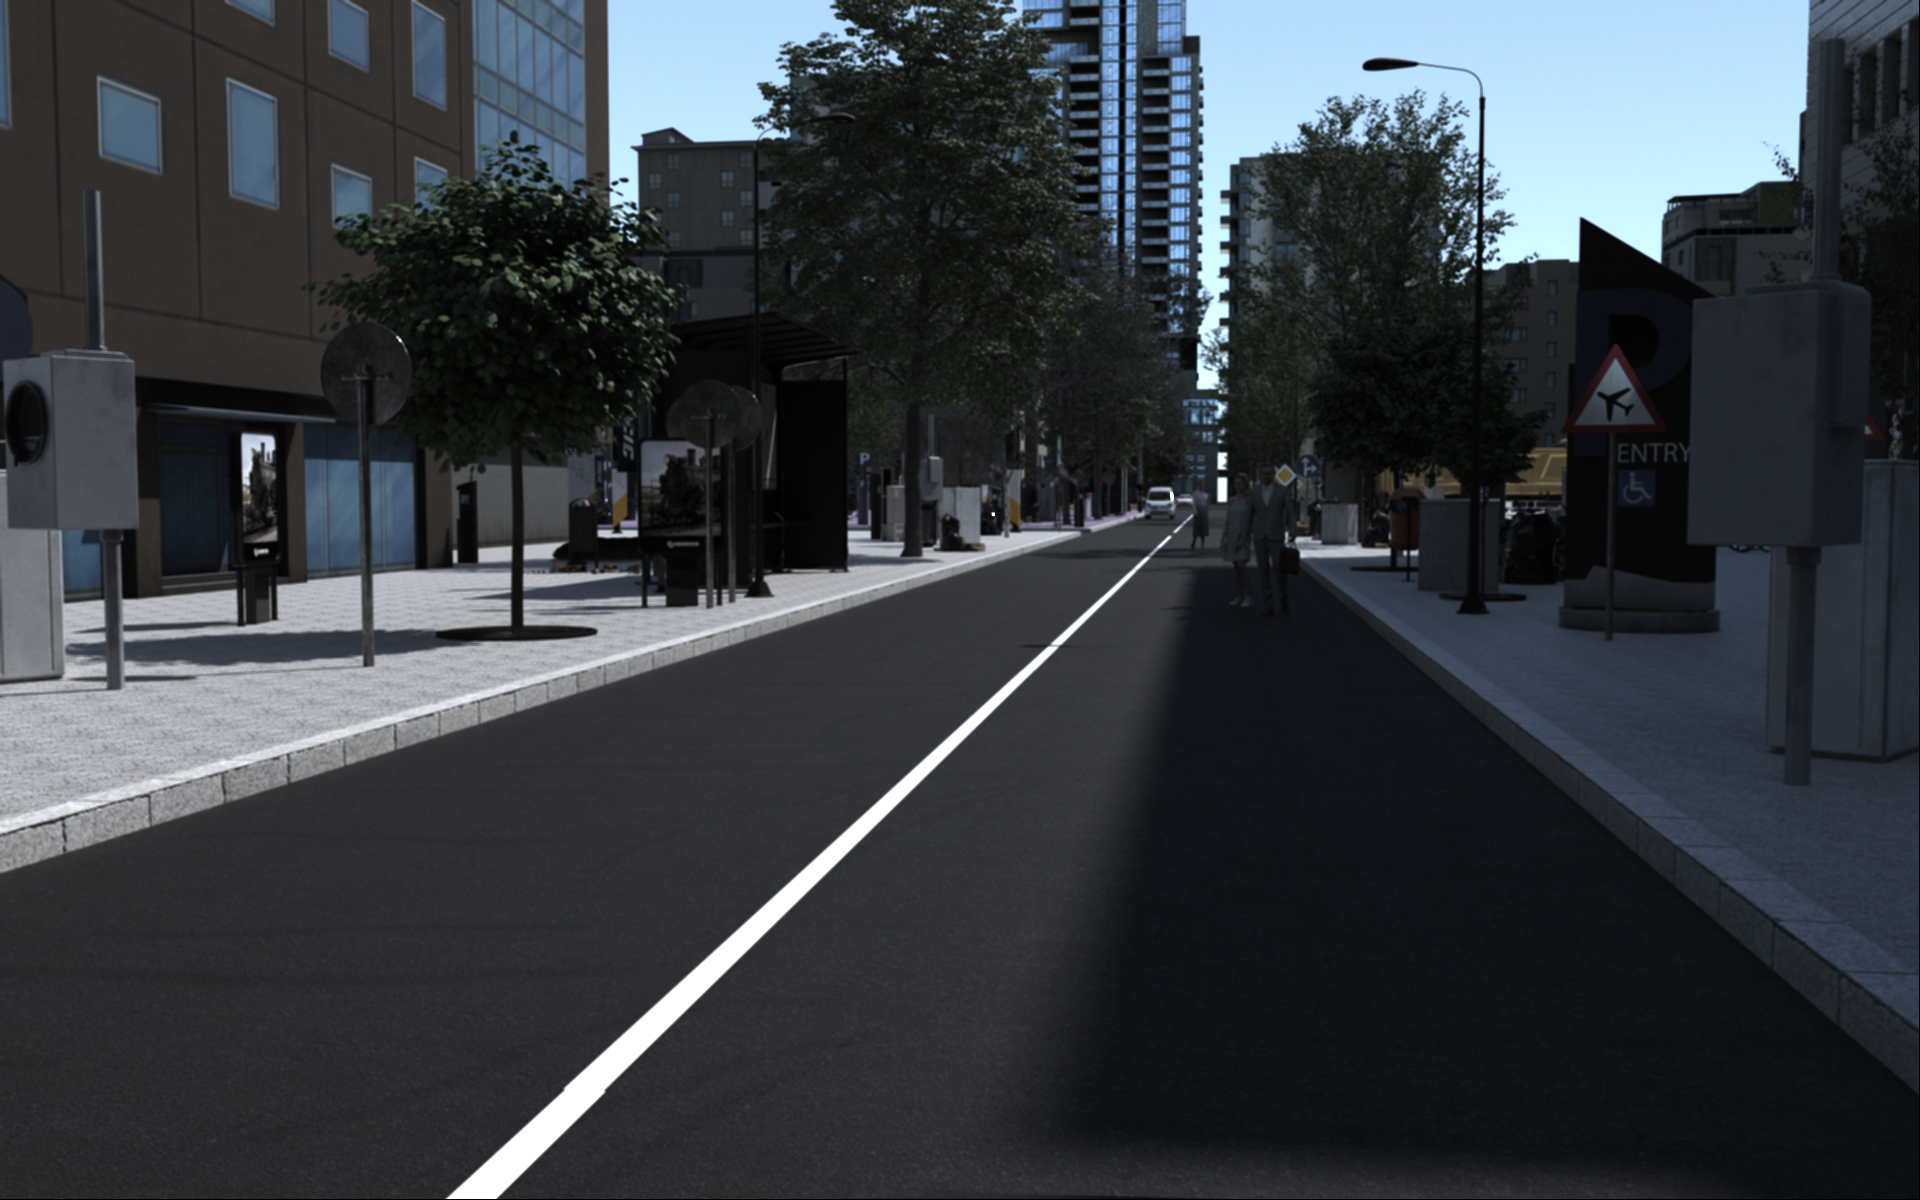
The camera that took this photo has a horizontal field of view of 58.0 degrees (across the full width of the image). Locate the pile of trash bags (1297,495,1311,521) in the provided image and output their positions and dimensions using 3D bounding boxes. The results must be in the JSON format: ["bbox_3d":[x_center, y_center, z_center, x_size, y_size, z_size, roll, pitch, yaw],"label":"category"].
[{"bbox_3d":[15.845,-4.404,81.752,3.447,1.369,1.912,-3,5,-39],"label":"pile of trash bags"}]

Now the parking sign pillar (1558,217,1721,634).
[{"bbox_3d":[6.502,-1.714,16.494,1.447,3.967,1.447,2,4,35],"label":"parking sign pillar"}]

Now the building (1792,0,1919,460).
[{"bbox_3d":[24.375,-15.311,27.821,11.434,29.767,29.804,1,4,8],"label":"building"}]

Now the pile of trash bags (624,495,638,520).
[{"bbox_3d":[-16.376,-4.569,84.450,3.447,1.369,1.912,2,4,35],"label":"pile of trash bags"}]

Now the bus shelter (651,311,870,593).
[{"bbox_3d":[-2.766,-2.089,25.436,1.731,3.624,6.357,1,4,8],"label":"bus shelter"}]

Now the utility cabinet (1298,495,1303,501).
[{"bbox_3d":[26.589,-7.681,136.751,1.020,1.237,0.306,0,4,-8],"label":"utility cabinet"}]

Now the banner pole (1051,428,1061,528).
[{"bbox_3d":[3.697,-4.609,65.380,0.401,3.779,0.863,-1,4,-13],"label":"banner pole"}]

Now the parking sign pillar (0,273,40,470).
[{"bbox_3d":[-8.754,-1.636,15.229,1.447,3.967,1.447,2,4,31],"label":"parking sign pillar"}]

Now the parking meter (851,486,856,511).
[{"bbox_3d":[-7.918,-7.512,128.538,0.255,1.863,0.399,-3,4,-38],"label":"parking meter"}]

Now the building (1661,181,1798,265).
[{"bbox_3d":[101.381,-33.367,229.142,14.086,41.232,14.154,1,4,8],"label":"building"}]

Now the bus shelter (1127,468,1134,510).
[{"bbox_3d":[11.151,-7.829,121.933,2.014,3.302,5.546,1,4,8],"label":"bus shelter"}]

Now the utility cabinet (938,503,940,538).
[{"bbox_3d":[-0.766,-2.402,50.429,1.020,1.237,0.306,1,4,17],"label":"utility cabinet"}]

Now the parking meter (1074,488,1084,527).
[{"bbox_3d":[4.608,-3.575,66.870,0.372,1.533,0.369,0,3,0],"label":"parking meter"}]

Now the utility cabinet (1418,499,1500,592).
[{"bbox_3d":[6.598,-0.718,22.908,1.020,1.237,0.306,1,4,18],"label":"utility cabinet"}]

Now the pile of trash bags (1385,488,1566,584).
[{"bbox_3d":[7.980,-0.953,25.328,3.447,1.369,1.912,0,4,8],"label":"pile of trash bags"}]

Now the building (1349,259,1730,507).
[{"bbox_3d":[50.768,-19.073,156.890,27.650,21.520,28.899,1,4,8],"label":"building"}]

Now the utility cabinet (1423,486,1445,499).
[{"bbox_3d":[12.737,-2.317,46.566,0.318,1.500,1.173,0,4,1],"label":"utility cabinet"}]

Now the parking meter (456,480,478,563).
[{"bbox_3d":[-9.162,-1.455,32.200,0.372,1.533,0.369,0,3,0],"label":"parking meter"}]

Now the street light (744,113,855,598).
[{"bbox_3d":[-1.973,-2.986,21.361,1.470,5.913,1.316,1,4,8],"label":"street light"}]

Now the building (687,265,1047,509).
[{"bbox_3d":[-7.196,-19.158,158.264,27.650,21.520,28.899,1,4,8],"label":"building"}]

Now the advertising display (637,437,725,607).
[{"bbox_3d":[-3.187,-0.891,19.788,0.974,1.923,0.123,-1,4,-13],"label":"advertising display"}]

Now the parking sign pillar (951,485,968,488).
[{"bbox_3d":[0.008,-8.066,120.345,1.447,3.967,1.447,2,4,29],"label":"parking sign pillar"}]

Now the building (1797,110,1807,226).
[{"bbox_3d":[98.987,-32.721,185.099,14.200,45.320,14.600,1,4,8],"label":"building"}]

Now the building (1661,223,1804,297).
[{"bbox_3d":[85.137,-25.512,188.825,14.107,30.474,14.160,1,4,8],"label":"building"}]

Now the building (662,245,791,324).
[{"bbox_3d":[-25.896,-26.541,205.650,14.107,30.474,14.160,1,4,8],"label":"building"}]

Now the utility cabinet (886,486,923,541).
[{"bbox_3d":[-1.451,-2.318,46.585,0.318,1.500,1.173,3,5,43],"label":"utility cabinet"}]

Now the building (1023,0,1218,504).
[{"bbox_3d":[21.028,-56.976,244.221,31.000,86.520,22.319,1,4,8],"label":"building"}]

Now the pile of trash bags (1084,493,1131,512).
[{"bbox_3d":[10.687,-7.150,126.653,3.447,1.369,1.912,-1,4,-22],"label":"pile of trash bags"}]

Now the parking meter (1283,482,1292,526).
[{"bbox_3d":[13.011,-3.870,68.993,0.399,1.863,0.255,-3,5,-45],"label":"parking meter"}]

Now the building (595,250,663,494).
[{"bbox_3d":[-40.070,-26.596,206.546,14.107,30.474,14.160,1,4,8],"label":"building"}]

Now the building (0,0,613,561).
[{"bbox_3d":[-17.766,-23.945,41.606,14.200,45.320,14.600,1,4,8],"label":"building"}]

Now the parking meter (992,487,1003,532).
[{"bbox_3d":[1.249,-3.046,58.207,0.372,1.533,0.369,0,3,0],"label":"parking meter"}]

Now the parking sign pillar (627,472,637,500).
[{"bbox_3d":[-25.401,-8.970,135.123,1.447,3.967,1.447,0,4,8],"label":"parking sign pillar"}]

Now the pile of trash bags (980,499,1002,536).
[{"bbox_3d":[0.041,-2.749,54.690,1.912,1.369,3.447,-1,4,-15],"label":"pile of trash bags"}]

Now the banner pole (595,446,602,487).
[{"bbox_3d":[-16.175,-5.407,78.429,0.863,3.779,0.401,1,4,18],"label":"banner pole"}]

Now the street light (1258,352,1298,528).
[{"bbox_3d":[10.462,-5.151,56.753,1.470,5.913,1.316,1,4,8],"label":"street light"}]

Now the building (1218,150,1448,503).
[{"bbox_3d":[51.510,-38.034,241.458,30.456,49.044,23.786,1,4,8],"label":"building"}]

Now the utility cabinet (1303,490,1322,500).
[{"bbox_3d":[17.636,-4.770,86.675,0.318,1.500,1.173,-2,4,-25],"label":"utility cabinet"}]

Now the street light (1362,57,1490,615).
[{"bbox_3d":[4.983,-2.813,18.532,1.470,5.913,1.316,1,4,8],"label":"street light"}]

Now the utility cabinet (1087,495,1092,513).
[{"bbox_3d":[9.262,-6.684,120.450,0.306,1.237,1.020,-2,4,-31],"label":"utility cabinet"}]

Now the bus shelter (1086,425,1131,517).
[{"bbox_3d":[8.661,-7.550,101.067,2.179,5.291,8.768,1,4,8],"label":"bus shelter"}]

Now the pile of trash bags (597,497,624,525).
[{"bbox_3d":[-16.010,-3.795,71.807,1.912,1.369,3.447,3,4,36],"label":"pile of trash bags"}]

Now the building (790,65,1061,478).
[{"bbox_3d":[-4.193,-35.276,196.370,30.456,49.044,23.786,1,4,8],"label":"building"}]

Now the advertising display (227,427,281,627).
[{"bbox_3d":[-6.979,-0.731,17.163,0.123,1.923,0.974,0,4,-1],"label":"advertising display"}]

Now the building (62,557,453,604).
[{"bbox_3d":[-16.323,-22.822,23.250,14.600,45.320,14.200,1,4,8],"label":"building"}]

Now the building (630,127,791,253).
[{"bbox_3d":[-30.470,-40.771,255.840,27.495,52.752,28.713,1,4,8],"label":"building"}]

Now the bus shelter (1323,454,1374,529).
[{"bbox_3d":[14.901,-4.440,66.523,2.014,3.302,5.546,1,4,8],"label":"bus shelter"}]

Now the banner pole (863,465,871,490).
[{"bbox_3d":[-7.149,-8.693,132.151,0.863,3.779,0.401,-1,4,-18],"label":"banner pole"}]

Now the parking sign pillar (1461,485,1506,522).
[{"bbox_3d":[15.910,-3.924,52.623,1.447,3.967,1.447,1,4,20],"label":"parking sign pillar"}]

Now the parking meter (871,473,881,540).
[{"bbox_3d":[-2.296,-2.641,48.894,0.399,1.863,0.255,-2,4,-32],"label":"parking meter"}]
